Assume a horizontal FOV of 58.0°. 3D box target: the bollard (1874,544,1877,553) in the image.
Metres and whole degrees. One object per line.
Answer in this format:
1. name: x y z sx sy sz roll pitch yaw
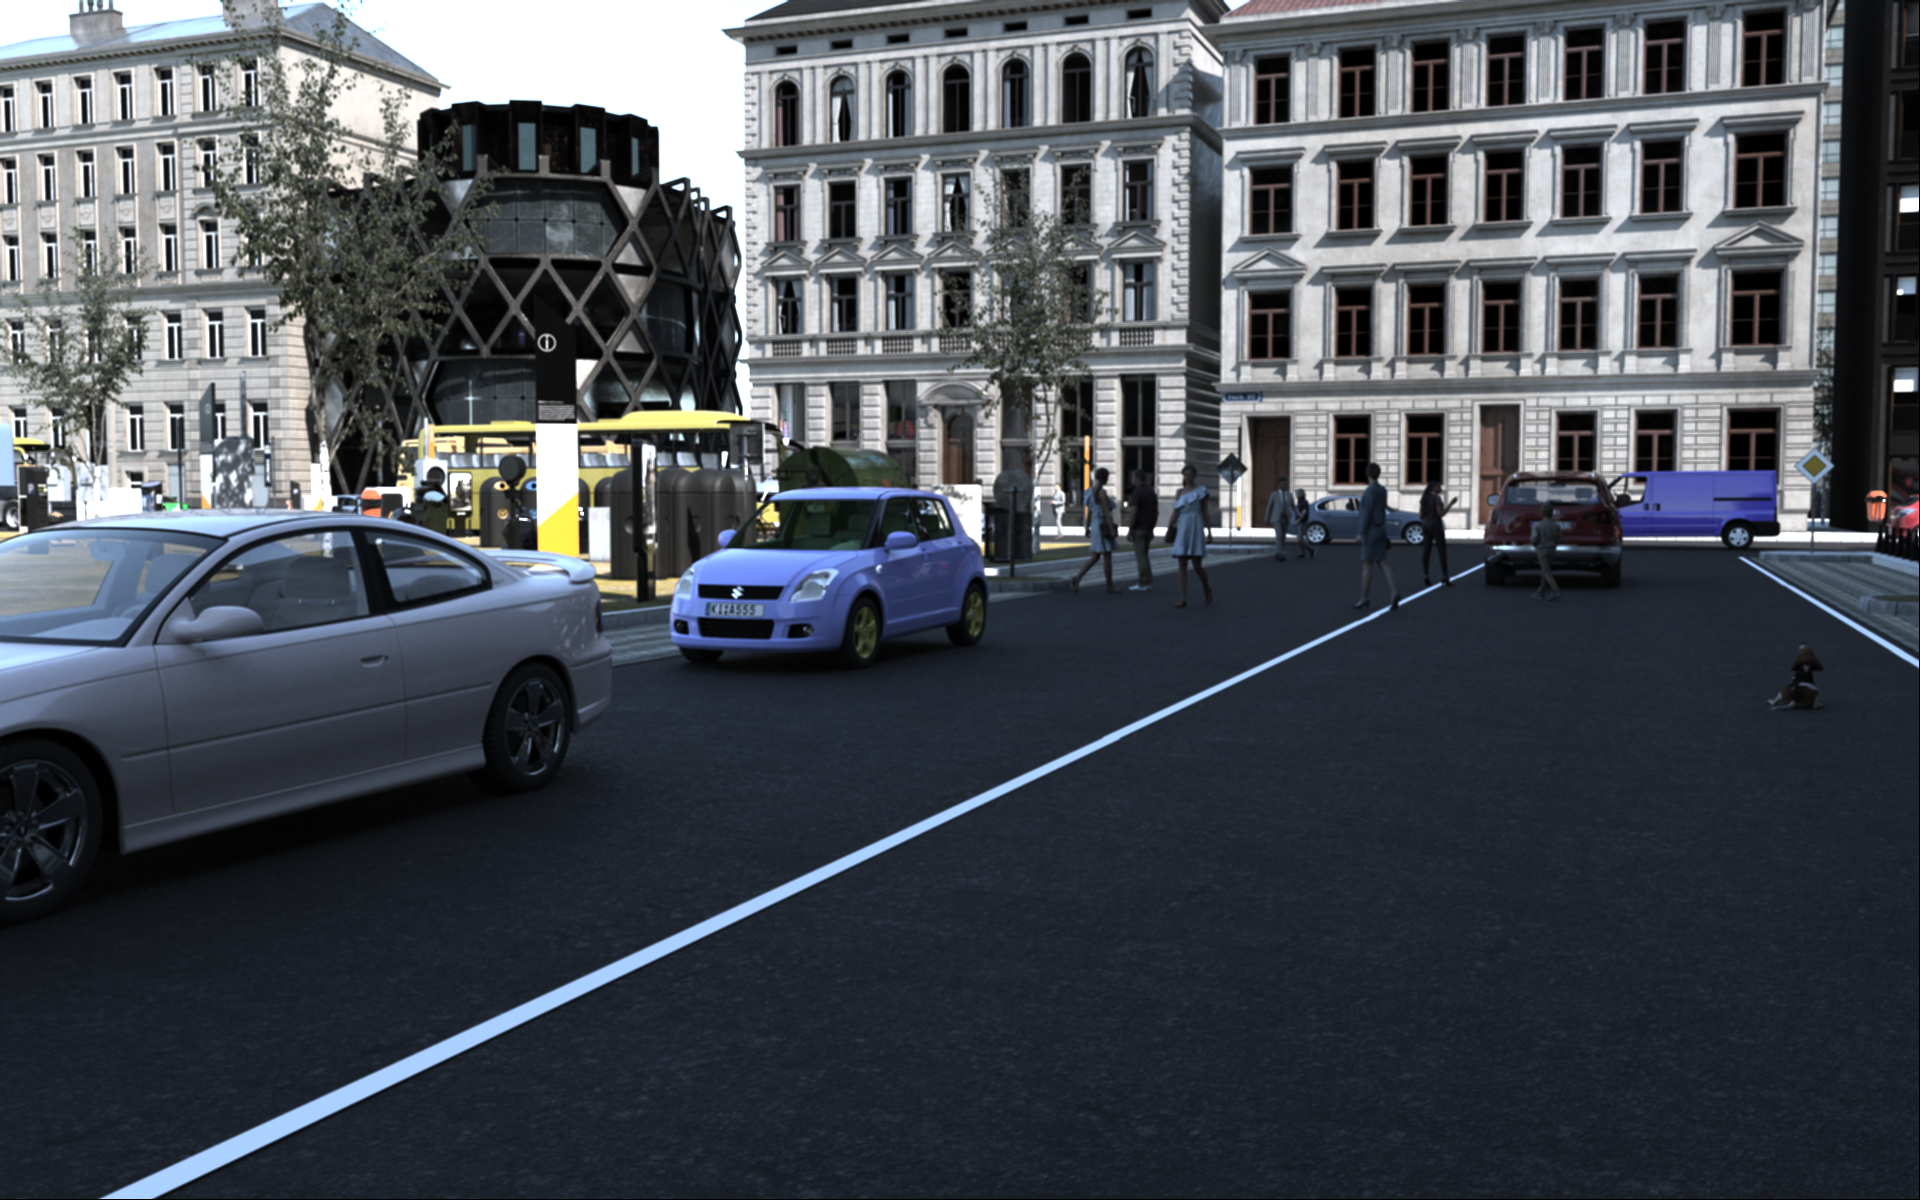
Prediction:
1. bollard: 20.182 -1.342 37.976 0.229 0.601 0.229 0 3 0

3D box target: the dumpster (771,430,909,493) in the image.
1. dumpster: -1.817 -1.458 26.338 1.502 2.255 1.985 1 4 21

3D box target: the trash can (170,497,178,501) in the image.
1. trash can: -36.657 -4.200 80.315 0.748 1.137 0.748 0 3 0

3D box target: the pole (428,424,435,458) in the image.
1. pole: -15.452 -3.476 50.671 0.158 3.312 0.155 0 3 0

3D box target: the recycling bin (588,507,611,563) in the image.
1. recycling bin: -6.549 -1.240 32.828 0.722 1.027 0.722 2 4 27

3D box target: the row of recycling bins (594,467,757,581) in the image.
1. row of recycling bins: -4.239 -1.229 27.210 1.069 1.692 3.534 1 4 23

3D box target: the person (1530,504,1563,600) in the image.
1. person: 7.964 -0.660 23.559 0.475 1.303 0.640 -2 4 -25

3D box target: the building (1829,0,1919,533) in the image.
1. building: 39.307 -14.013 58.797 15.834 23.373 12.332 1 4 21

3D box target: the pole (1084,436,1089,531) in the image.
1. pole: 4.441 -4.095 60.804 0.158 3.312 0.155 0 3 0

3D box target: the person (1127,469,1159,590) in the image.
1. person: 2.699 -1.054 25.856 0.598 1.807 0.434 -3 4 -36

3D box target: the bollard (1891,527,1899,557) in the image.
1. bollard: 19.058 -1.165 35.086 0.229 0.601 0.229 0 3 0

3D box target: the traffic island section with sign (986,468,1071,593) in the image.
1. traffic island section with sign: 0.644 -1.064 26.023 1.989 1.847 2.006 1 4 21

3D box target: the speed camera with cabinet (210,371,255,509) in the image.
1. speed camera with cabinet: -11.984 -2.088 28.475 0.660 3.252 2.038 -2 4 -24

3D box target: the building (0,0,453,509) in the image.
1. building: -40.279 -17.857 89.232 25.104 27.353 12.463 1 4 21

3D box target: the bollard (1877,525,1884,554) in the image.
1. bollard: 19.809 -1.283 37.019 0.229 0.601 0.229 0 3 0

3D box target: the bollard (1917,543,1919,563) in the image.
1. bollard: 18.315 -1.047 33.168 0.229 0.601 0.229 0 3 0

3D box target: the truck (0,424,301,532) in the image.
1. truck: -31.418 -4.506 63.440 18.799 4.110 2.967 1 4 22

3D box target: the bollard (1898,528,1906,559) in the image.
1. bollard: 18.687 -1.106 34.125 0.229 0.601 0.229 0 3 0

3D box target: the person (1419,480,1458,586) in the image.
1. person: 7.470 -1.045 27.049 0.593 1.643 0.415 1 4 17

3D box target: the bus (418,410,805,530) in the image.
1. bus: -10.732 -3.733 52.583 12.252 3.916 2.896 1 4 22

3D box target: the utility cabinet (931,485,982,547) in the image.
1. utility cabinet: -0.084 -2.006 41.476 1.173 1.500 0.318 -1 4 -16

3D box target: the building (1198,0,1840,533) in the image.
1. building: 20.519 -13.952 64.279 21.152 22.565 11.583 1 4 21

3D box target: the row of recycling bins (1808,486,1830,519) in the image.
1. row of recycling bins: 44.845 -5.050 89.681 1.069 1.692 3.534 -1 4 -16

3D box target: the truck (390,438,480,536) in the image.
1. truck: -15.140 -3.830 58.547 9.791 3.379 3.469 1 4 23

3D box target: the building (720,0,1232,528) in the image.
1. building: 1.569 -14.882 72.197 19.941 23.489 11.050 1 4 21

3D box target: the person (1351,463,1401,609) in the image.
1. person: 5.169 -0.794 21.512 0.581 1.822 0.654 -2 4 -32

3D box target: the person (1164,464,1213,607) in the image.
1. person: 2.919 -0.825 22.084 0.616 1.811 0.778 3 4 37

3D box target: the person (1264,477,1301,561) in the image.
1. person: 6.881 -1.729 37.036 0.678 1.792 0.850 -1 4 -12

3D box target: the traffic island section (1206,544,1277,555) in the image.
1. traffic island section: 6.557 -1.216 42.155 2.009 0.180 2.903 1 4 21

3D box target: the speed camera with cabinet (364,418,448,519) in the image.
1. speed camera with cabinet: -14.177 -3.058 44.339 0.660 3.252 2.038 3 5 43

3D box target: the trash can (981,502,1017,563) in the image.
1. trash can: 0.765 -1.275 32.499 0.748 1.137 0.748 0 3 0

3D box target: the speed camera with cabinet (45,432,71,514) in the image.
1. speed camera with cabinet: -28.022 -3.714 55.057 2.038 3.252 0.660 0 4 -3

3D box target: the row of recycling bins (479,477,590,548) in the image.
1. row of recycling bins: -9.801 -2.119 41.763 3.534 1.692 1.069 0 4 -5

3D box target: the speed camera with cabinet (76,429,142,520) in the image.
1. speed camera with cabinet: -25.374 -3.525 51.963 2.038 3.252 0.660 0 4 8

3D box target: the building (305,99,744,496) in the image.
1. building: -20.155 -13.210 83.429 16.811 18.784 16.820 1 4 21

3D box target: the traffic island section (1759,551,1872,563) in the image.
1. traffic island section: 18.477 -0.932 37.523 2.009 0.180 2.903 1 4 21

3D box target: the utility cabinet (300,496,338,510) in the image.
1. utility cabinet: -19.257 -2.503 52.080 1.020 1.237 0.306 -3 5 -44

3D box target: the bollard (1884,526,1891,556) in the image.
1. bollard: 19.437 -1.224 36.061 0.229 0.601 0.229 0 3 0

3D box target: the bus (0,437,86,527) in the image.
1. bus: -44.169 -5.193 76.455 12.252 3.916 2.896 1 4 21

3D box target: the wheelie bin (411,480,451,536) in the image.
1. wheelie bin: -12.193 -1.958 39.916 0.980 1.594 0.693 3 4 37

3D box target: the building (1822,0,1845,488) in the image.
1. building: 65.585 -26.799 121.763 14.154 41.232 14.086 1 4 21

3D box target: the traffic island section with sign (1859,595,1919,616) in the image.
1. traffic island section with sign: 12.002 -0.746 20.828 1.989 1.847 2.006 1 4 21
